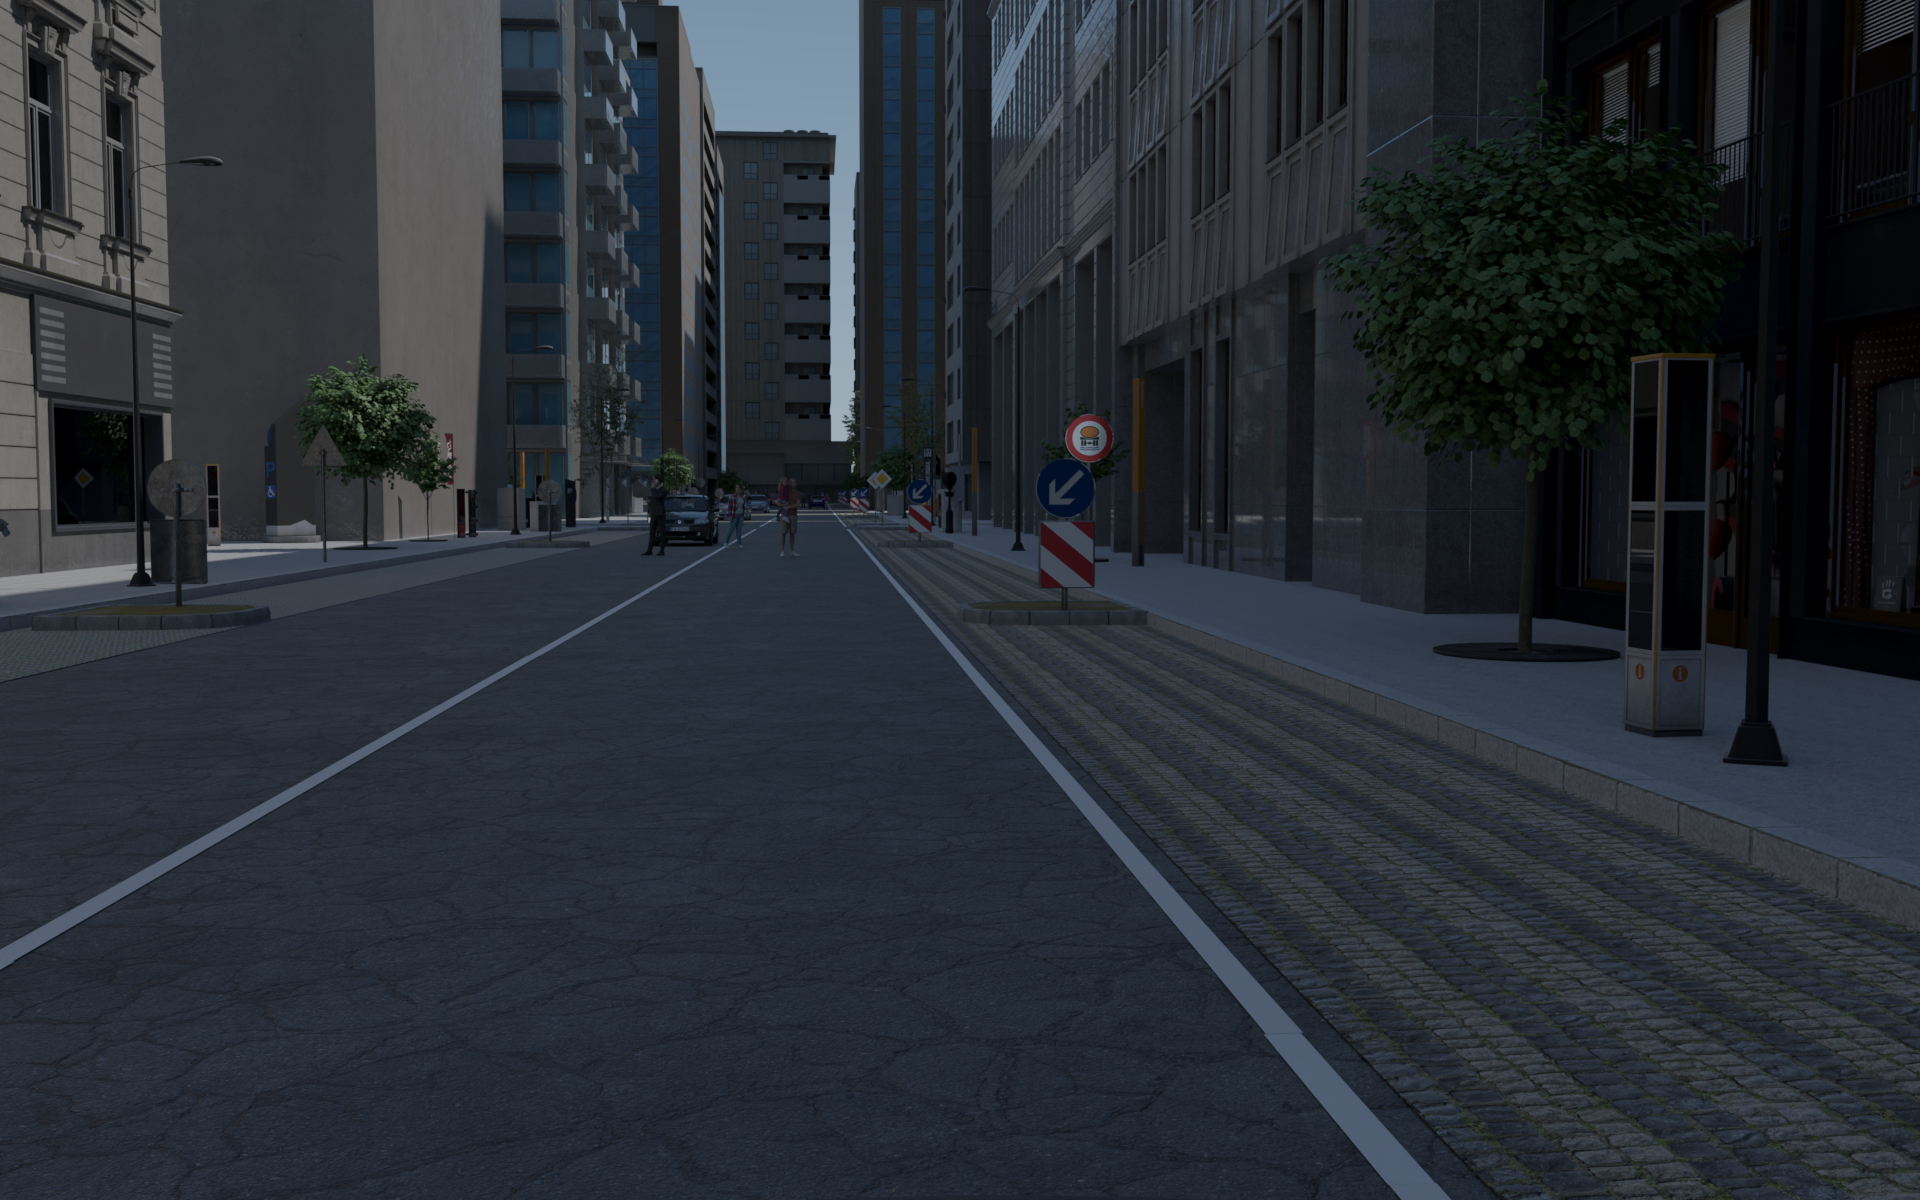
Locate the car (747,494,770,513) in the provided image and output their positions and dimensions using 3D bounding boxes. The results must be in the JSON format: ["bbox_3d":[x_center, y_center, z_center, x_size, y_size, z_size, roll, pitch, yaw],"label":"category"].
[{"bbox_3d":[-15.177,-7.177,129.349,2.014,1.417,4.499,0,4,-3],"label":"car"}]

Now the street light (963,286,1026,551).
[{"bbox_3d":[0.773,-4.059,38.901,1.470,5.913,1.316,0,4,-5],"label":"street light"}]

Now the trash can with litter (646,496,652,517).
[{"bbox_3d":[-17.174,-5.197,96.350,0.624,1.170,1.055,-1,4,-9],"label":"trash can with litter"}]

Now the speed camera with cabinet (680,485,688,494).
[{"bbox_3d":[-21.328,-8.515,133.563,0.660,3.252,2.038,1,4,16],"label":"speed camera with cabinet"}]

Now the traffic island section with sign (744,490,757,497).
[{"bbox_3d":[-21.833,-10.359,178.004,1.989,1.847,2.006,0,4,-5],"label":"traffic island section with sign"}]

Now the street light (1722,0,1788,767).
[{"bbox_3d":[3.280,-2.175,8.100,1.470,5.913,1.316,0,4,-5],"label":"street light"}]

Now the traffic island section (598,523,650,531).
[{"bbox_3d":[-13.148,-2.827,68.495,2.009,0.180,2.903,0,4,-5],"label":"traffic island section"}]

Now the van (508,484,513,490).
[{"bbox_3d":[-20.371,-3.935,71.344,4.112,2.044,2.013,0,4,-6],"label":"van"}]

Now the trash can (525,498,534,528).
[{"bbox_3d":[-16.546,-3.315,65.855,0.748,1.137,0.748,0,3,0],"label":"trash can"}]

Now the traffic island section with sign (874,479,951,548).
[{"bbox_3d":[-1.237,-2.333,46.770,1.989,1.847,2.006,0,4,-5],"label":"traffic island section with sign"}]

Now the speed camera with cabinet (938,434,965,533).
[{"bbox_3d":[-0.306,-3.893,57.984,0.660,3.252,2.038,-1,4,-10],"label":"speed camera with cabinet"}]

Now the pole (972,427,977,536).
[{"bbox_3d":[0.447,-3.622,53.057,0.158,3.312,0.155,0,3,0],"label":"pole"}]

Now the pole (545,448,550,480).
[{"bbox_3d":[-18.190,-5.049,76.390,0.158,3.312,0.155,0,3,0],"label":"pole"}]

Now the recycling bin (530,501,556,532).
[{"bbox_3d":[-14.299,-2.867,59.428,0.722,1.027,0.722,-2,4,-32],"label":"recycling bin"}]

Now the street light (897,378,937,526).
[{"bbox_3d":[-1.655,-5.918,69.305,1.470,5.913,1.316,0,4,-5],"label":"street light"}]

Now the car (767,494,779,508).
[{"bbox_3d":[-19.276,-10.524,181.110,2.155,1.783,4.494,0,4,-4],"label":"car"}]

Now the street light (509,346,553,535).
[{"bbox_3d":[-13.442,-5.003,54.348,1.470,5.913,1.316,0,4,-5],"label":"street light"}]

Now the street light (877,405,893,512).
[{"bbox_3d":[-3.427,-7.209,90.404,1.470,5.913,1.316,0,4,-5],"label":"street light"}]

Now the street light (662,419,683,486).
[{"bbox_3d":[-17.746,-8.206,106.714,1.470,5.913,1.316,0,4,-5],"label":"street light"}]

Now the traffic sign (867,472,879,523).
[{"bbox_3d":[-3.768,-4.499,77.194,0.795,2.450,0.064,0,4,-5],"label":"traffic sign"}]

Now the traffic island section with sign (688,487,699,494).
[{"bbox_3d":[-15.501,-5.650,101.001,1.989,1.847,2.006,0,4,-5],"label":"traffic island section with sign"}]

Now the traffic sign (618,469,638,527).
[{"bbox_3d":[-13.126,-3.963,68.436,0.795,2.450,0.064,0,4,-5],"label":"traffic sign"}]

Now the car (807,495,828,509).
[{"bbox_3d":[-13.781,-9.484,167.651,1.945,1.354,3.894,0,4,-6],"label":"car"}]

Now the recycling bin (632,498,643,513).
[{"bbox_3d":[-21.683,-6.311,115.732,0.722,1.027,0.722,-3,5,-44],"label":"recycling bin"}]

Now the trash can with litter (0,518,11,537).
[{"bbox_3d":[-11.055,-0.495,19.484,0.624,1.170,1.055,-2,4,-26],"label":"trash can with litter"}]

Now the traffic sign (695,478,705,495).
[{"bbox_3d":[-20.351,-8.289,135.629,0.768,2.556,0.104,0,4,-2],"label":"traffic sign"}]

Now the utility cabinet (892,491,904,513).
[{"bbox_3d":[-4.185,-6.749,119.020,0.318,1.500,1.173,-3,5,-42],"label":"utility cabinet"}]

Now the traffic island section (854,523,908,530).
[{"bbox_3d":[-3.090,-2.877,69.315,2.009,0.180,2.903,0,4,-5],"label":"traffic island section"}]

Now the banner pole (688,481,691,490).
[{"bbox_3d":[-23.285,-9.721,148.952,0.401,3.779,0.863,-2,4,-32],"label":"banner pole"}]

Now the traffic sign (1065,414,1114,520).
[{"bbox_3d":[2.063,-1.686,27.669,0.768,2.556,0.104,0,4,1],"label":"traffic sign"}]

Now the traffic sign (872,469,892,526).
[{"bbox_3d":[-3.113,-4.012,69.236,0.795,2.450,0.064,0,4,-5],"label":"traffic sign"}]

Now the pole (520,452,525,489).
[{"bbox_3d":[-21.221,-5.516,84.023,0.158,3.312,0.155,0,3,0],"label":"pole"}]

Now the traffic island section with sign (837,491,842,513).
[{"bbox_3d":[-8.022,-7.382,129.323,1.989,1.847,2.006,0,4,-5],"label":"traffic island section with sign"}]

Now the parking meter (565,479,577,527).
[{"bbox_3d":[-14.951,-3.722,66.572,0.399,1.863,0.255,0,4,1],"label":"parking meter"}]

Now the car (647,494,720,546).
[{"bbox_3d":[-7.800,-2.407,49.144,2.009,1.686,4.222,0,4,-5],"label":"car"}]

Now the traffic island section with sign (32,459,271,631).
[{"bbox_3d":[-8.763,-0.637,19.038,1.989,1.847,2.006,0,4,-5],"label":"traffic island section with sign"}]

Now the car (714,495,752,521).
[{"bbox_3d":[-12.291,-5.020,94.078,2.014,1.417,4.499,0,4,-3],"label":"car"}]

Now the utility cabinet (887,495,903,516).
[{"bbox_3d":[-3.876,-5.620,103.049,1.020,1.237,0.306,3,5,40],"label":"utility cabinet"}]

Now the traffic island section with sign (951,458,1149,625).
[{"bbox_3d":[0.991,-0.679,19.733,1.989,1.847,2.006,0,4,-5],"label":"traffic island section with sign"}]

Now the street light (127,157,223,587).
[{"bbox_3d":[-10.850,-3.145,23.956,1.470,5.913,1.316,0,4,-5],"label":"street light"}]

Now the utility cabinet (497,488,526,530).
[{"bbox_3d":[-15.871,-3.219,61.316,1.173,1.500,0.318,3,4,36],"label":"utility cabinet"}]

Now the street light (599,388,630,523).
[{"bbox_3d":[-15.187,-6.334,76.097,1.470,5.913,1.316,0,4,-5],"label":"street light"}]

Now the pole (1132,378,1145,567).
[{"bbox_3d":[3.161,-2.250,30.626,0.158,3.312,0.155,0,3,0],"label":"pole"}]

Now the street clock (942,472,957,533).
[{"bbox_3d":[-0.341,-3.171,56.412,0.358,2.002,0.471,3,5,41],"label":"street clock"}]

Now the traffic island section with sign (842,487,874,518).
[{"bbox_3d":[-5.797,-5.726,102.245,1.989,1.847,2.006,0,4,-5],"label":"traffic island section with sign"}]

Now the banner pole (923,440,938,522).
[{"bbox_3d":[-1.352,-5.503,79.999,0.863,3.779,0.401,2,4,31],"label":"banner pole"}]

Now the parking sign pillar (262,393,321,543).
[{"bbox_3d":[-17.672,-3.498,45.667,1.447,3.967,1.447,2,4,26],"label":"parking sign pillar"}]

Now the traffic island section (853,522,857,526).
[{"bbox_3d":[-3.745,-3.363,77.273,2.009,0.180,2.903,0,4,-5],"label":"traffic island section"}]

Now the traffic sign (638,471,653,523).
[{"bbox_3d":[-13.780,-4.450,76.394,0.795,2.450,0.064,0,4,-5],"label":"traffic sign"}]

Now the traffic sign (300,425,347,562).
[{"bbox_3d":[-11.938,-1.987,32.486,0.884,2.594,0.081,0,4,2],"label":"traffic sign"}]

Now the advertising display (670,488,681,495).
[{"bbox_3d":[-21.240,-7.578,129.115,0.974,1.923,0.123,1,4,14],"label":"advertising display"}]

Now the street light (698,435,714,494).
[{"bbox_3d":[-20.133,-10.066,137.123,1.470,5.913,1.316,0,4,-5],"label":"street light"}]

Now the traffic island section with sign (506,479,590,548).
[{"bbox_3d":[-11.012,-2.315,46.485,1.989,1.847,2.006,0,4,-5],"label":"traffic island section with sign"}]

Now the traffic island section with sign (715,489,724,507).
[{"bbox_3d":[-17.705,-7.293,127.866,1.989,1.847,2.006,0,4,-5],"label":"traffic island section with sign"}]
